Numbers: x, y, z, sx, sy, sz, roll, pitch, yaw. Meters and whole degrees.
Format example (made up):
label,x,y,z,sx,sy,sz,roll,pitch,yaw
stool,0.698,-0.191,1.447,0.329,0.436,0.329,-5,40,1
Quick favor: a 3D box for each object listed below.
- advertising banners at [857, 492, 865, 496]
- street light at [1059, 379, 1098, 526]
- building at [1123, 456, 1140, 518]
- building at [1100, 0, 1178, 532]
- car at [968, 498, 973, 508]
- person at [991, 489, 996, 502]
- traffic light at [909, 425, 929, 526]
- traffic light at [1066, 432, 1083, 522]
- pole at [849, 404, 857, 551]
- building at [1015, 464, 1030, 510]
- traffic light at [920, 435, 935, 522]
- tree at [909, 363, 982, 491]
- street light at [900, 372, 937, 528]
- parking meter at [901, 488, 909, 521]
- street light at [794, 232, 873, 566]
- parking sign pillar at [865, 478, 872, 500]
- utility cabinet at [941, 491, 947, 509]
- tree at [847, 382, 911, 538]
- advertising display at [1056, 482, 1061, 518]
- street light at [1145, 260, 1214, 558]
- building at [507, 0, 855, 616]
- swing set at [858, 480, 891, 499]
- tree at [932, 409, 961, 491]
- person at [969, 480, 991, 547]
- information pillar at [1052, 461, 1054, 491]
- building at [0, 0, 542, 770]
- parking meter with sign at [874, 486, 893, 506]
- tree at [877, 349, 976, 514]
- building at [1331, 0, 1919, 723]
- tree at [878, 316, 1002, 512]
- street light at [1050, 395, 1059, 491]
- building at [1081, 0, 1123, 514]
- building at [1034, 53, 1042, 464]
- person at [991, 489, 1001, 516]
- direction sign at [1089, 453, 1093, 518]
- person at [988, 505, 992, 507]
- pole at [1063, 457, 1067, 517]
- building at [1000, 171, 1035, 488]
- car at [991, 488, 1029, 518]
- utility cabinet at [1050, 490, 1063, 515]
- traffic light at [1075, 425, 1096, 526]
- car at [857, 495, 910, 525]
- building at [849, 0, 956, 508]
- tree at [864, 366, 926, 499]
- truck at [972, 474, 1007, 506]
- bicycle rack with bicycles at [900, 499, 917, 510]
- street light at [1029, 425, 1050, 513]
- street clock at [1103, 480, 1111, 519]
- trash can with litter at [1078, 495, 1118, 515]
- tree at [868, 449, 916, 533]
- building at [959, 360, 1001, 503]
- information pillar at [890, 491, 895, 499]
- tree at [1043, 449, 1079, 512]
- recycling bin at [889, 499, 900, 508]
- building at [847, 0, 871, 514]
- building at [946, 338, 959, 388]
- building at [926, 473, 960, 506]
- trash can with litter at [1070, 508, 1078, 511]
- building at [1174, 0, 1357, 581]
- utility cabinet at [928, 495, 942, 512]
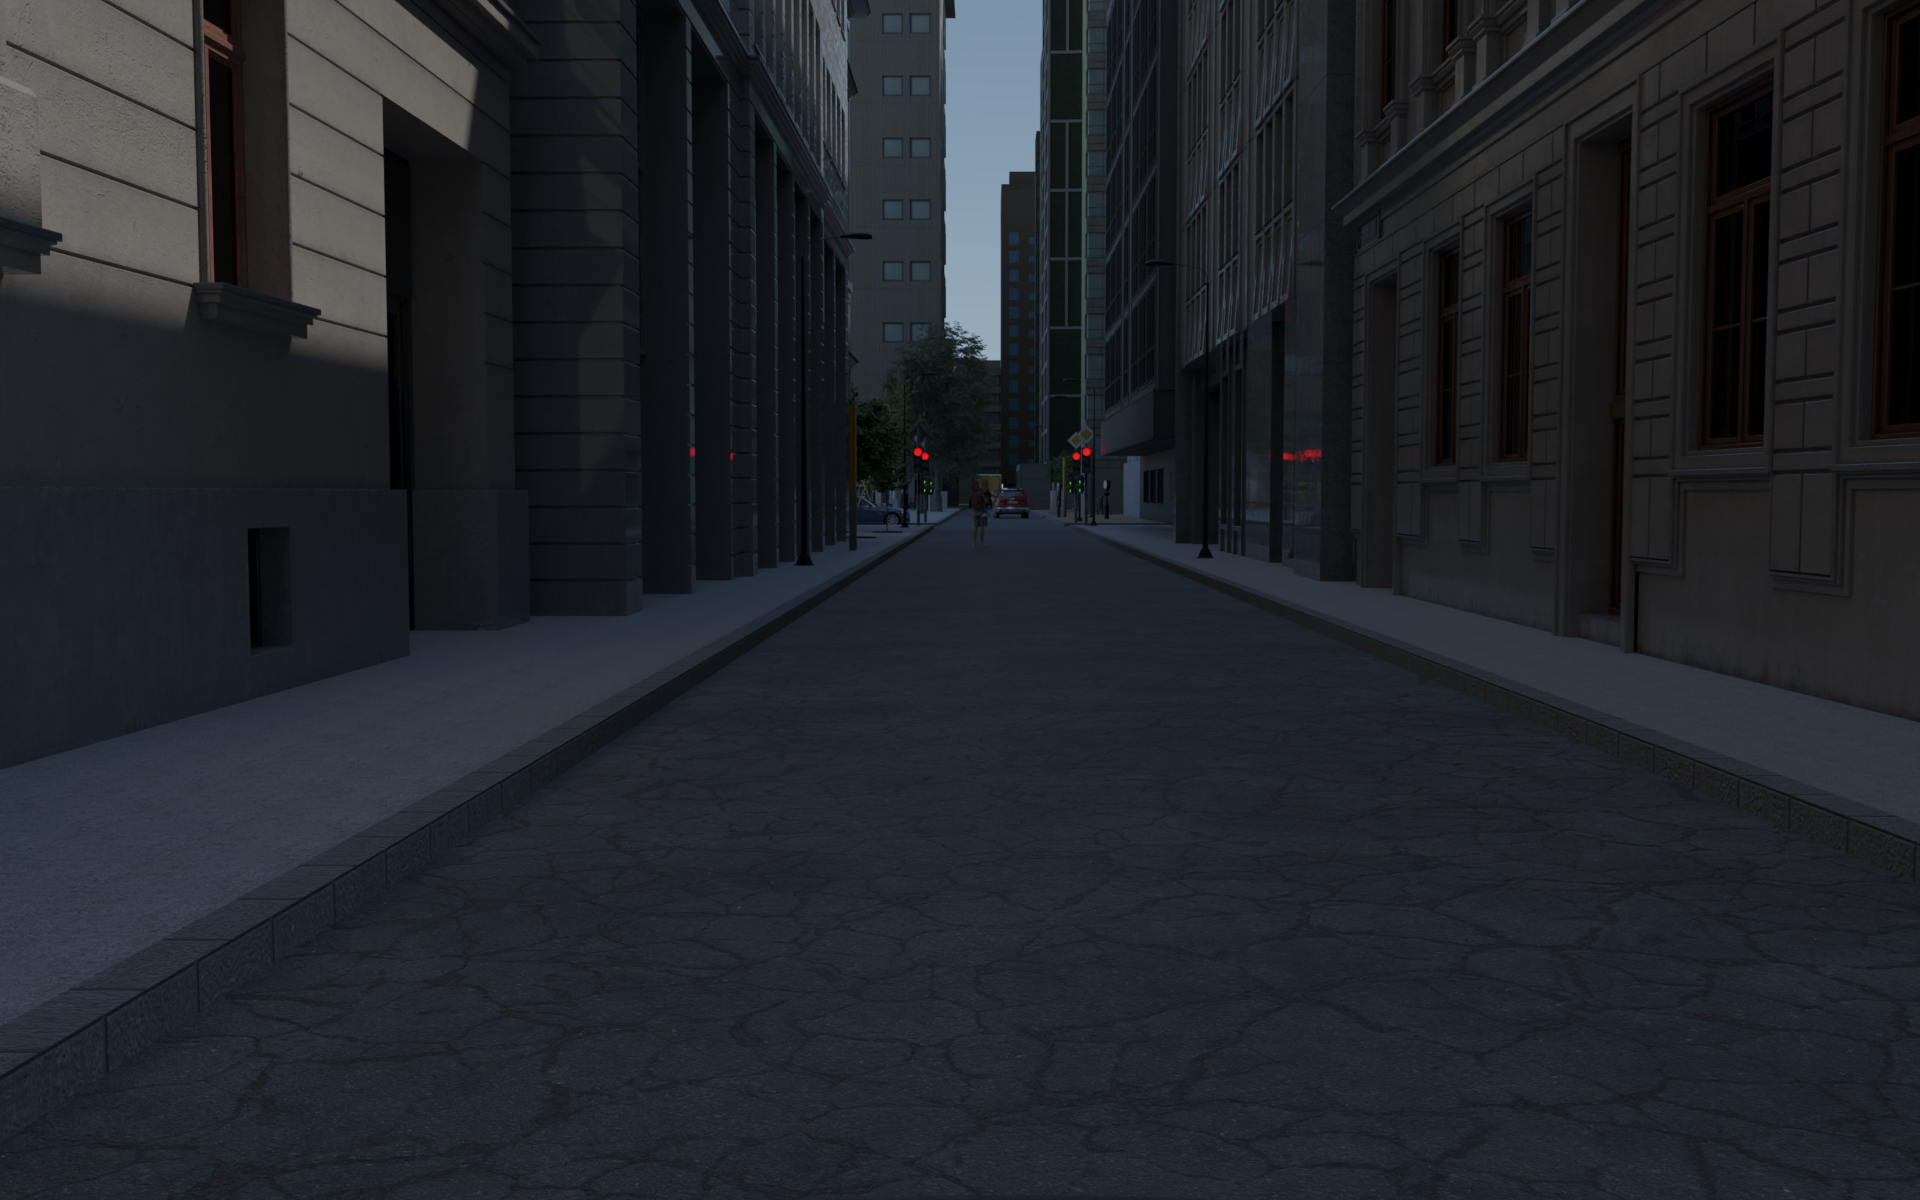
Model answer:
label,x,y,z,sx,sy,sz,roll,pitch,yaw
advertising banners,-8.503,-9.152,145.815,2.074,3.025,0.090,3,5,40
street light,4.859,-5.949,69.800,1.470,5.913,1.316,0,4,1
building,21.912,-30.570,89.059,27.495,52.752,28.713,0,4,1
building,12.549,-16.126,57.168,14.314,27.812,24.014,0,4,1
car,1.841,-10.182,178.275,2.131,1.459,4.920,0,3,0
person,3.063,-8.861,153.259,0.514,1.842,0.818,-1,4,-16
traffic light,-1.669,-4.973,70.233,0.839,4.253,0.868,0,4,1
traffic light,5.215,-5.456,78.129,0.839,4.253,0.868,0,4,1
pole,-2.432,-2.780,39.295,0.158,3.312,0.155,0,3,0
building,15.032,-43.012,141.497,20.563,71.187,20.611,0,4,1
traffic light,-1.546,-5.462,78.217,0.839,4.253,0.868,0,4,1
tree,-1.213,-14.070,148.172,7.486,12.596,7.792,0,3,0
street light,-1.572,-5.726,66.169,1.470,5.913,1.316,0,4,1
parking meter,-2.688,-4.792,84.067,0.255,1.863,0.399,-2,4,-30
street light,-2.254,-3.569,30.889,1.470,5.913,1.316,0,4,1
parking sign pillar,-7.321,-9.183,138.612,1.447,3.967,1.447,0,4,2
utility cabinet,-1.655,-8.368,145.501,1.173,1.500,0.318,0,4,4
tree,-3.106,-4.083,50.476,4.285,4.588,4.351,0,3,0
advertising display,5.420,-5.487,94.924,0.123,1.923,0.974,0,4,-5
street light,4.372,-3.791,34.517,1.470,5.913,1.316,0,4,1
building,-8.658,-15.571,32.082,11.434,29.767,29.804,0,4,1
swing set,-7.689,-9.398,151.271,2.862,2.851,3.119,1,4,18
tree,-1.415,-11.300,135.116,4.360,8.622,3.978,0,3,0
person,0.572,-2.381,47.407,0.580,1.828,0.573,-1,4,-11
information pillar,6.656,-8.095,123.708,0.183,3.616,0.504,1,4,9
building,-10.701,-13.341,5.518,14.401,28.519,23.554,0,4,1
parking meter with sign,-3.602,-5.111,79.831,0.543,3.016,1.738,-2,4,-27
tree,-2.699,-10.885,112.377,8.767,10.594,7.601,3,4,37
building,10.417,-10.881,14.060,11.583,22.565,21.152,0,4,1
tree,-1.548,-13.385,125.500,9.857,13.997,8.962,0,3,0
street light,5.096,-6.659,81.423,1.470,5.913,1.316,0,4,1
building,15.013,-26.367,114.701,14.154,41.232,14.086,0,4,1
building,14.463,-29.335,163.217,14.154,41.232,14.086,0,4,1
person,2.375,-6.311,112.437,0.760,1.731,0.466,-3,5,-41
direction sign,7.213,-6.289,94.820,0.379,3.537,0.876,0,4,-3
person,3.181,-10.863,185.978,0.709,1.838,0.599,0,4,-4
pole,5.800,-6.250,96.025,0.158,3.312,0.155,0,3,0
building,12.808,-36.270,243.122,14.200,45.320,14.600,0,4,1
car,3.038,-5.824,103.891,2.281,1.827,5.304,0,4,-1
utility cabinet,6.038,-5.998,106.753,0.318,1.500,1.173,3,5,45
traffic light,5.091,-4.968,70.145,0.839,4.253,0.868,0,4,1
car,-4.382,-3.836,74.724,4.499,1.417,2.014,0,3,0
building,-14.975,-35.309,166.533,28.713,52.752,27.495,0,4,1
tree,-3.982,-9.172,100.332,4.737,8.622,4.395,0,3,0
truck,2.759,-10.553,168.469,3.469,3.379,9.791,0,4,2
bicycle rack with bicycles,-4.174,-7.583,137.365,2.925,0.926,2.852,1,4,9
street light,5.631,-8.849,117.219,1.470,5.913,1.316,0,4,1
street clock,7.565,-5.175,89.181,0.358,2.002,0.471,-1,4,-19
trash can with litter,8.845,-5.886,107.289,1.678,1.210,2.233,-2,4,-35
tree,-2.514,-3.839,57.376,1.663,3.219,1.824,0,3,0
building,-8.634,-24.827,250.956,28.899,21.520,27.650,0,4,1
information pillar,-4.134,-7.054,106.692,0.183,3.616,0.504,-2,4,-35
tree,7.739,-8.763,126.991,4.285,4.588,4.351,0,3,0
recycling bin,-3.546,-4.782,90.747,0.722,1.027,0.722,0,4,6
building,-18.746,-14.032,62.704,30.059,22.955,16.112,0,4,1
building,-15.118,-22.688,215.993,28.899,21.520,27.650,0,4,1
building,-10.389,-46.003,190.403,20.563,71.187,20.611,0,4,1
trash can with litter,9.379,-7.400,132.041,2.233,1.210,1.678,2,4,27
building,11.443,-13.239,34.483,12.078,24.808,19.932,0,4,1
utility cabinet,-1.806,-7.070,126.748,1.020,1.237,0.306,-2,4,-28
